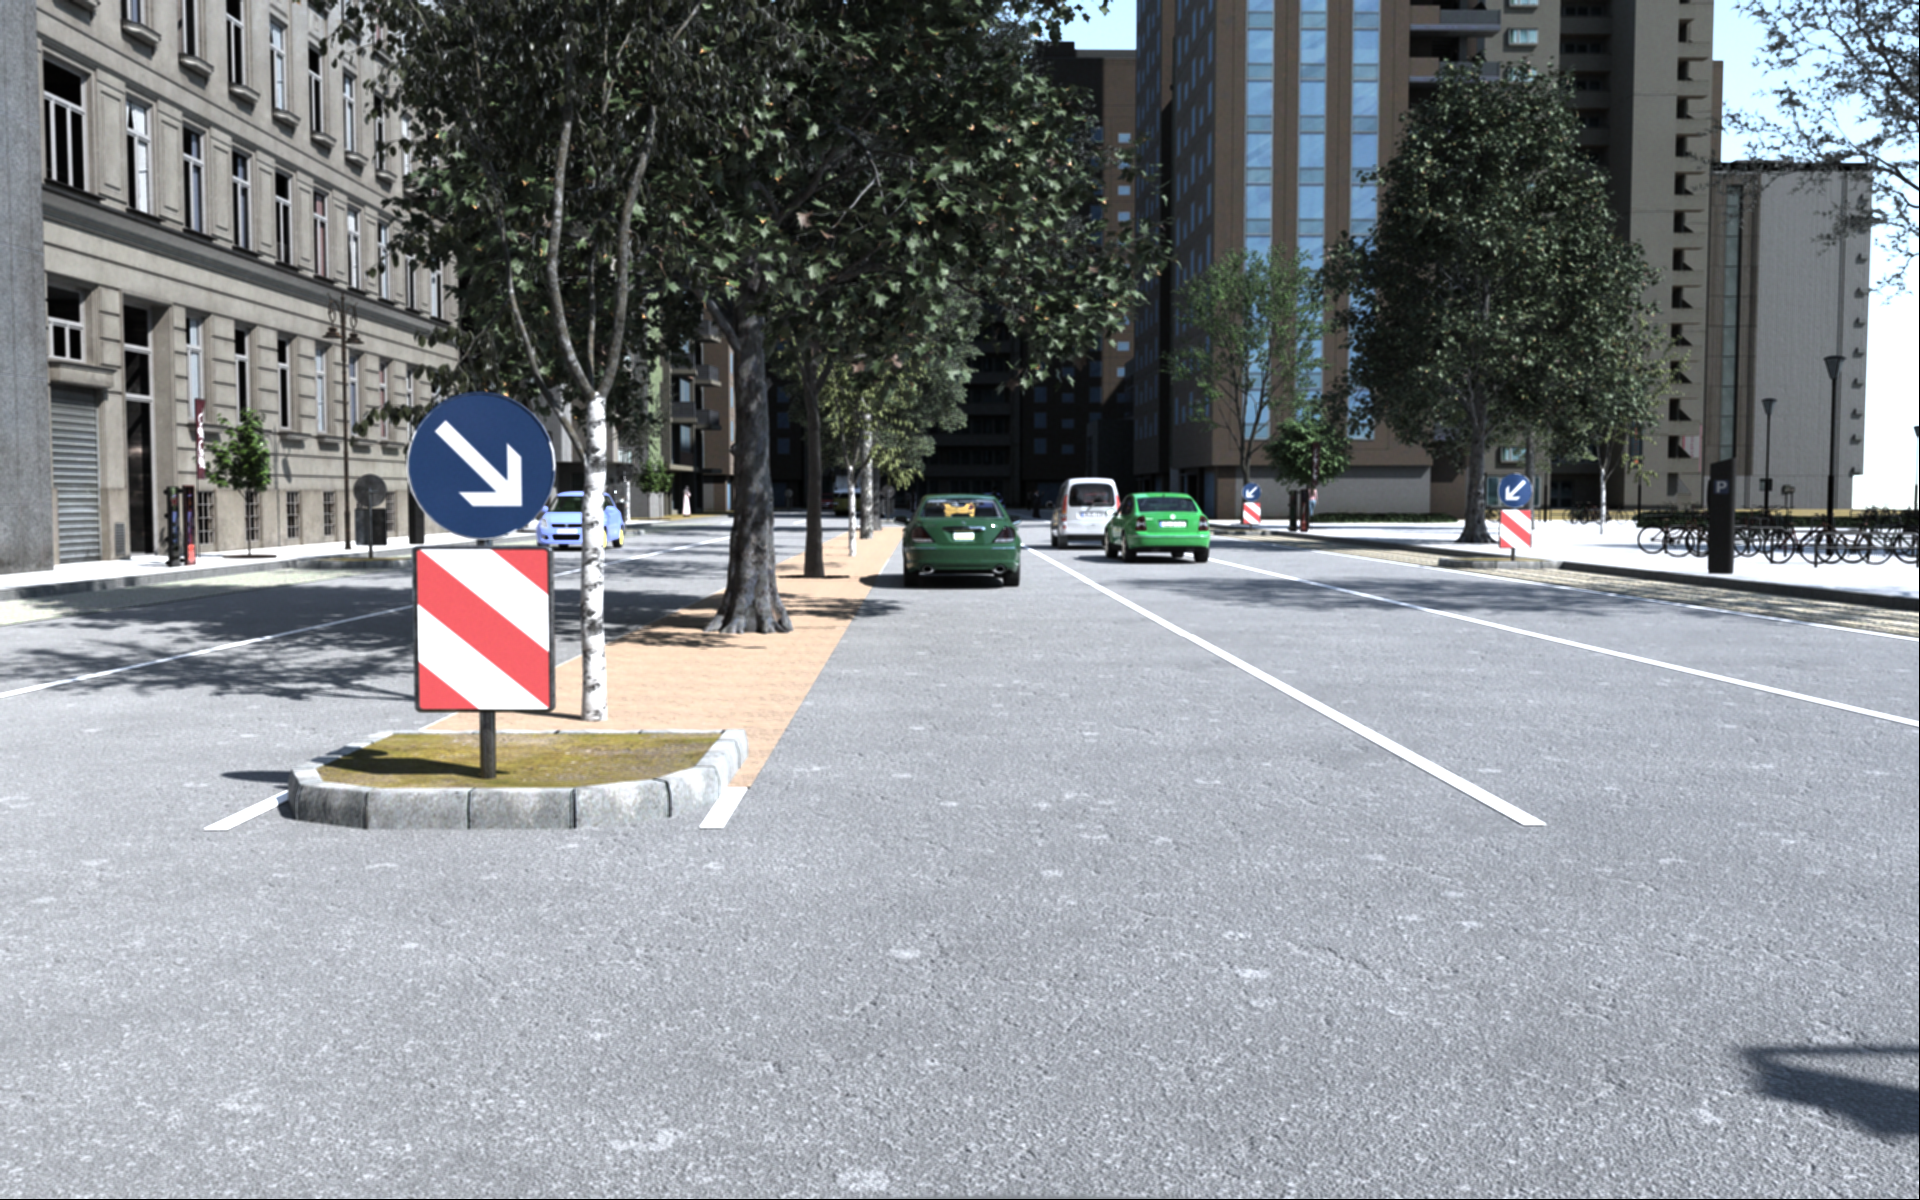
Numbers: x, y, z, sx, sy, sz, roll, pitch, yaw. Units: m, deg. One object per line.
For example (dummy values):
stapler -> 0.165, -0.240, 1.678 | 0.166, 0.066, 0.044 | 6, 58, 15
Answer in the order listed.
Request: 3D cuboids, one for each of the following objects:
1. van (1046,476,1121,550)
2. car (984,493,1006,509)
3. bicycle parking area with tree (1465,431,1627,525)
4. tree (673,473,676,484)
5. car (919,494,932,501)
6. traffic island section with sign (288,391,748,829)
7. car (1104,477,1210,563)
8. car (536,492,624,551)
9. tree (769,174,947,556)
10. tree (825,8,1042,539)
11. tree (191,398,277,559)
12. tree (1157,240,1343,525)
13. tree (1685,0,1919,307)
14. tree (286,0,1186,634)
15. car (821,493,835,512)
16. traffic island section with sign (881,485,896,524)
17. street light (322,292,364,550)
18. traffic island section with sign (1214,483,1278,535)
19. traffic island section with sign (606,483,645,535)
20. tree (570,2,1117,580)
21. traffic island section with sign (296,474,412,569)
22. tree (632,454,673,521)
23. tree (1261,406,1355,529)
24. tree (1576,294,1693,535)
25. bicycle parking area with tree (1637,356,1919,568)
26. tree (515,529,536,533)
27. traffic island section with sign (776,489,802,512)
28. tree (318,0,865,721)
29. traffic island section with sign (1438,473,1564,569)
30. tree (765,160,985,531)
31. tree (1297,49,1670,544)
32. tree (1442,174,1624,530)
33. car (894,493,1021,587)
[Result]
van -> 3.339, -2.392, 46.119 | 2.013, 2.044, 4.112 | 0, 4, -1
car -> 1.998, -6.174, 110.543 | 1.945, 1.707, 3.694 | 0, 4, -1
bicycle parking area with tree -> 27.539, -5.437, 75.891 | 9.016, 4.147, 8.231 | -1, 4, -15
tree -> -14.957, -5.633, 86.705 | 1.663, 3.219, 1.824 | 0, 3, 0
car -> -1.939, -7.026, 125.093 | 2.015, 1.641, 3.980 | 0, 4, -2
traffic island section with sign -> -2.130, -0.012, 8.340 | 2.006, 1.907, 1.989 | 0, 4, -1
car -> 4.235, -1.763, 37.619 | 1.959, 1.807, 4.718 | 0, 4, -3
car -> -9.848, -2.163, 44.956 | 1.945, 1.707, 3.694 | 0, 4, -1
tree -> -2.413, -5.280, 39.155 | 4.737, 8.622, 4.395 | 0, 3, 0
tree -> -4.195, -12.039, 55.191 | 12.611, 20.169, 13.585 | 0, 3, 0
tree -> -14.310, -2.467, 34.934 | 1.663, 3.219, 1.824 | 0, 3, 0
tree -> 11.920, -8.941, 71.933 | 9.928, 11.665, 9.643 | 0, 3, 0
tree -> 13.751, -6.659, 19.250 | 12.009, 13.543, 11.850 | 0, 3, 0
tree -> -2.178, -6.018, 17.853 | 9.611, 12.733, 9.660 | 0, 3, 0
car -> -10.847, -8.124, 141.868 | 2.155, 1.783, 4.494 | 0, 4, 0
traffic island section with sign -> -3.489, -4.607, 83.467 | 2.006, 1.907, 1.989 | 0, 4, -1
street light -> -14.142, -4.101, 39.845 | 0.468, 5.910, 1.993 | 0, 4, -1
traffic island section with sign -> 9.973, -3.186, 60.727 | 1.989, 1.847, 2.006 | 0, 4, -1
traffic island section with sign -> -12.154, -3.195, 60.863 | 1.989, 1.847, 2.006 | 0, 4, -1
tree -> -2.442, -7.097, 28.860 | 12.009, 13.543, 11.850 | 0, 3, 0
traffic island section with sign -> -11.676, -1.546, 33.912 | 1.989, 1.847, 2.006 | 0, 4, -1
tree -> -15.061, -5.468, 84.000 | 1.663, 3.219, 1.824 | 0, 3, 0
tree -> 12.845, -4.910, 63.999 | 4.285, 4.588, 4.351 | 0, 3, 0
tree -> 20.369, -6.359, 54.334 | 4.737, 8.622, 4.395 | 0, 3, 0
bicycle parking area with tree -> 18.241, -2.841, 33.460 | 9.016, 4.147, 8.231 | 1, 4, 15
tree -> -14.560, -3.878, 58.001 | 1.663, 3.219, 1.824 | 0, 3, 0
traffic island section with sign -> -13.526, -7.868, 137.270 | 1.989, 1.847, 2.006 | 0, 4, -1
tree -> -2.328, -3.552, 10.901 | 4.360, 8.622, 3.978 | 0, 3, 0
traffic island section with sign -> 10.456, -1.538, 33.776 | 1.989, 1.847, 2.006 | 0, 4, -1
tree -> -3.400, -9.657, 67.006 | 9.857, 13.997, 8.962 | 0, 3, 0
tree -> 13.549, -7.816, 44.803 | 9.611, 12.733, 9.660 | 0, 3, 0
tree -> 20.154, -8.794, 61.912 | 7.486, 12.596, 7.792 | 0, 3, 0
car -> -0.021, -1.008, 28.277 | 2.131, 1.459, 4.920 | 0, 4, -2
